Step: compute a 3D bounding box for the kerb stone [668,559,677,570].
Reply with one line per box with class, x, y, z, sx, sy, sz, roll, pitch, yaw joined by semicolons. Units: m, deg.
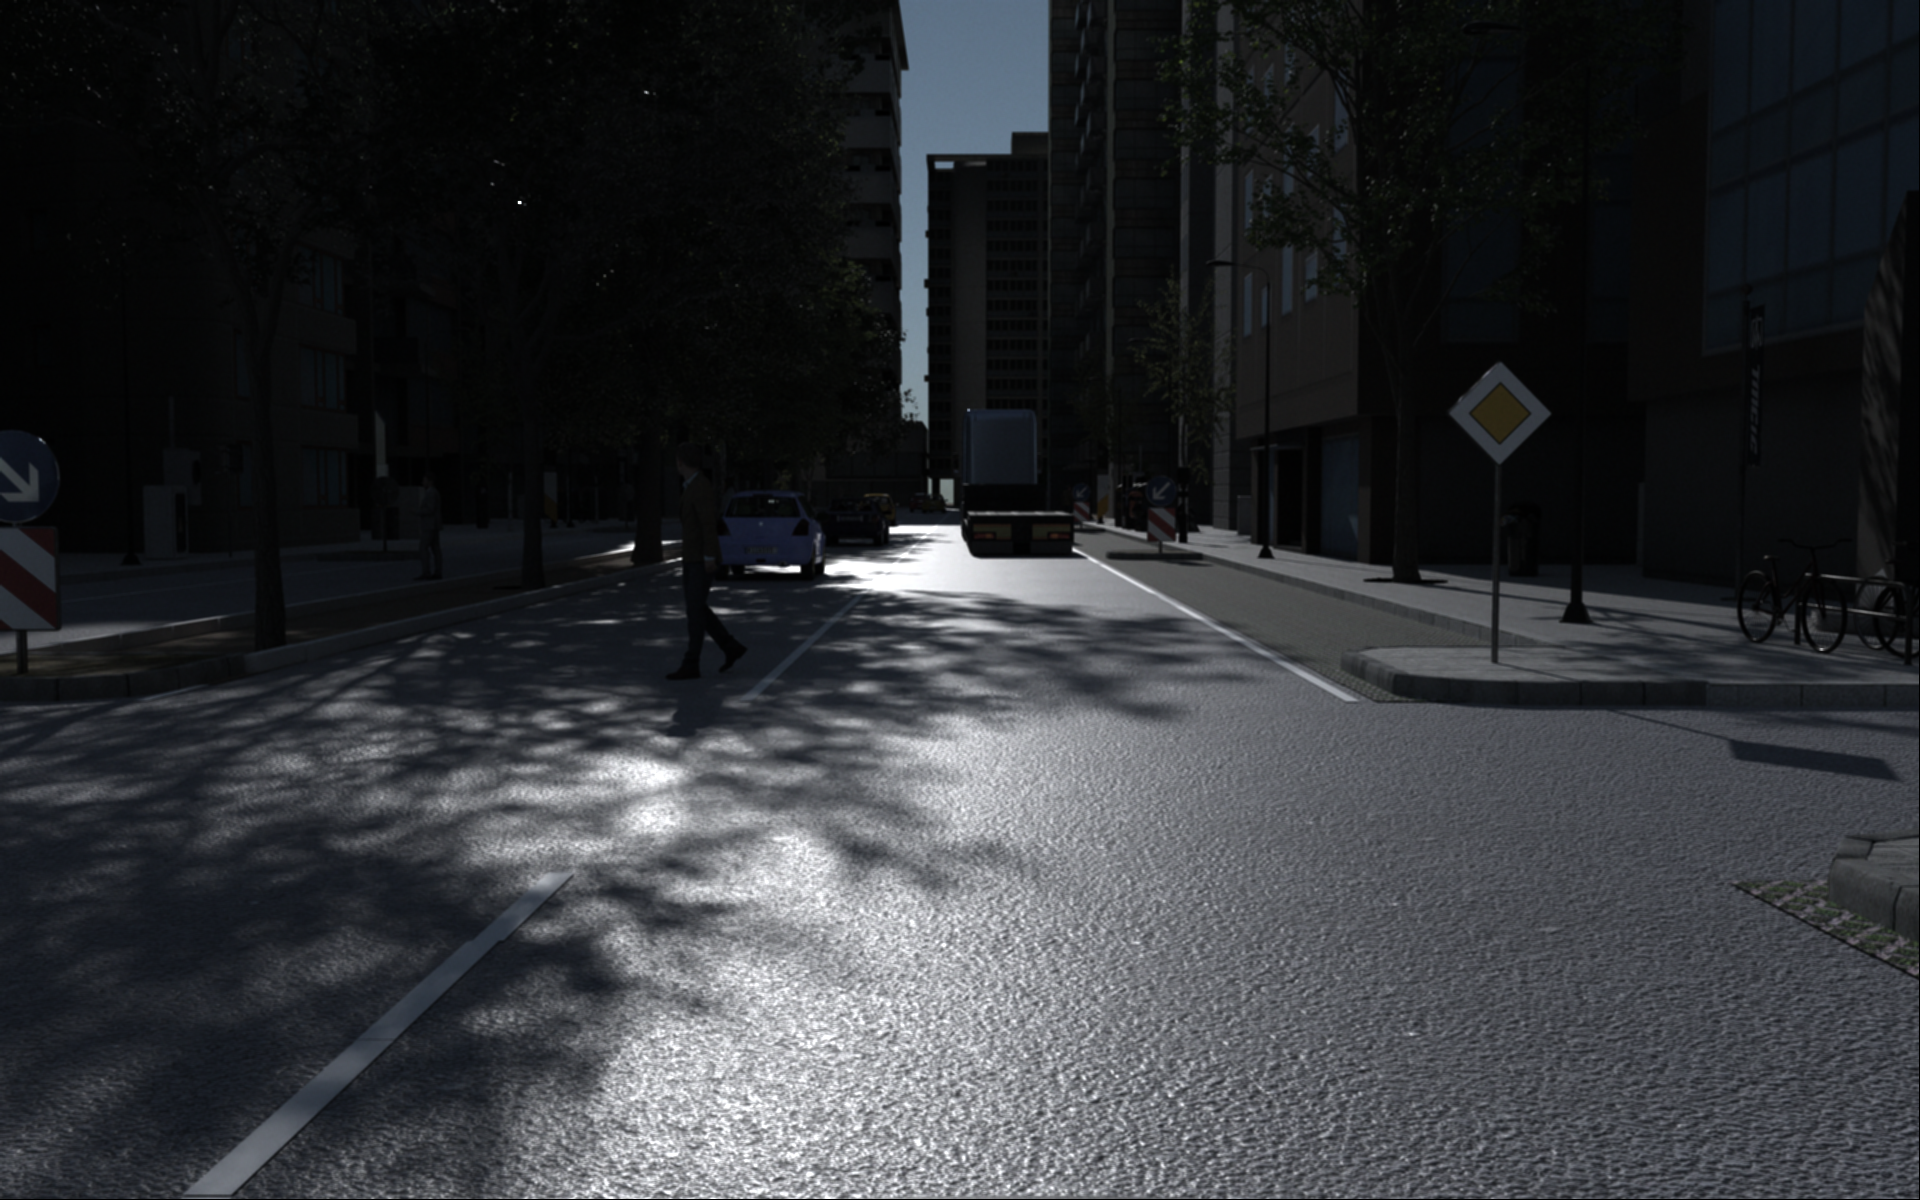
kerb stone;-5.540;-0.642;32.743;0.120;0.150;1.000;0;4;0

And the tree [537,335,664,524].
tree;-16.012;-7.636;75.211;4.360;8.622;3.978;0;3;0

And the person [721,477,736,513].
person;-4.935;-1.743;37.265;0.793;1.790;0.793;-3;5;-41

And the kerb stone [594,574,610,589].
kerb stone;-5.582;-0.265;26.595;0.120;0.150;1.000;0;4;0

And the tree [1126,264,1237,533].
tree;7.577;-6.468;56.110;4.360;8.622;3.978;0;3;0

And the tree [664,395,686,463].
tree;-15.733;-8.371;87.226;4.360;8.622;3.978;0;3;0

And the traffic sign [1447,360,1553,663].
traffic sign;4.063;-0.579;13.112;0.795;2.450;0.064;0;4;0

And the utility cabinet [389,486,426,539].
utility cabinet;-15.747;-2.484;49.285;1.173;1.500;0.318;2;4;24

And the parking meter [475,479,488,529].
parking meter;-17.817;-3.596;64.512;0.399;1.863;0.255;-3;5;-40

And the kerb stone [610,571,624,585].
kerb stone;-5.566;-0.324;27.621;0.120;0.150;1.000;0;4;0

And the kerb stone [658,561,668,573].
kerb stone;-5.544;-0.582;31.717;0.120;0.150;1.000;0;4;0

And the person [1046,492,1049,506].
person;4.168;-4.709;85.333;0.795;1.843;0.661;3;4;36

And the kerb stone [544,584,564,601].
kerb stone;-5.593;-0.081;23.523;0.120;0.150;1.000;0;4;0

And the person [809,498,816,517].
person;-4.574;-2.422;52.372;0.425;1.301;0.394;-2;4;-33

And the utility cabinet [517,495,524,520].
utility cabinet;-21.507;-4.594;86.276;1.020;1.237;0.306;0;4;7

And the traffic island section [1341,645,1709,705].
traffic island section;4.087;0.556;13.189;2.009;0.180;2.903;0;4;0

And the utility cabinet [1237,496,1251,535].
utility cabinet;9.182;-2.621;54.015;1.020;1.237;0.306;0;4;-4

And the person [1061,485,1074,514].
person;5.107;-4.471;81.514;0.656;1.842;0.836;0;4;-3

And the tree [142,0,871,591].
tree;-6.357;-6.884;25.374;12.009;13.543;11.850;0;3;0

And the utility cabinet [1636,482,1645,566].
utility cabinet;12.497;-1.337;30.541;1.173;1.500;0.318;-1;4;-22

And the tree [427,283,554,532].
tree;-15.426;-6.607;58.390;4.737;8.622;4.395;0;3;0

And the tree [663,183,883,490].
tree;-6.488;-8.396;57.858;7.486;12.596;7.792;0;3;0

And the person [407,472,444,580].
person;-8.935;-1.239;28.961;0.583;1.804;0.606;-1;4;-12

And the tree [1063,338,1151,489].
tree;6.966;-8.104;82.858;4.737;8.622;4.395;0;3;0

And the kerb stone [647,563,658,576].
kerb stone;-5.550;-0.520;30.695;0.120;0.150;1.000;0;4;0

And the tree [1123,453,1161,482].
tree;7.854;-4.893;74.596;1.663;3.219;1.824;0;3;0

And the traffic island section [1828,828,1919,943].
traffic island section;4.037;1.044;5.204;2.009;0.180;2.903;0;4;0

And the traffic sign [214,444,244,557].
traffic sign;-14.809;-2.017;35.100;0.606;2.300;0.079;0;4;2

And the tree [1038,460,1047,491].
tree;7.883;-11.144;165.923;4.285;4.588;4.351;0;3;0

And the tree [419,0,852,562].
tree;-6.630;-7.784;36.374;9.857;13.997;8.962;0;3;0

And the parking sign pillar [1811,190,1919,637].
parking sign pillar;8.756;-1.688;16.068;1.447;3.967;1.447;1;4;14

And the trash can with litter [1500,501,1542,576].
trash can with litter;8.827;-0.968;27.221;0.624;1.170;1.055;1;4;21

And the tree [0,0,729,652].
tree;-6.159;-4.814;15.575;8.767;10.594;7.601;0;4;0

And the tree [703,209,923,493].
tree;-6.321;-8.992;66.485;9.611;12.733;9.660;0;3;0

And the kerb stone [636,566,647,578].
kerb stone;-5.552;-0.457;29.670;0.120;0.150;1.000;0;4;0

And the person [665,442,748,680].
person;-2.040;-0.320;13.640;0.656;1.842;0.836;3;5;43

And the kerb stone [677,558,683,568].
kerb stone;-5.532;-0.708;33.765;0.120;0.150;1.000;0;4;0

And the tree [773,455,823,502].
tree;-6.567;-7.472;74.993;4.360;8.622;3.978;0;3;0

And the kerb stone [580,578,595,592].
kerb stone;-5.591;-0.201;25.569;0.120;0.150;1.000;0;4;0

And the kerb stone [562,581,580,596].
kerb stone;-5.594;-0.144;24.546;0.120;0.150;1.000;0;4;0

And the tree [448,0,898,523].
tree;-7.762;-11.569;47.505;12.611;20.169;13.585;0;3;0

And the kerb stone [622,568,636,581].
kerb stone;-5.566;-0.392;28.646;0.120;0.150;1.000;0;4;0

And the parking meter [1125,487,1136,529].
parking meter;6.231;-3.359;63.324;0.372;1.533;0.369;0;3;0

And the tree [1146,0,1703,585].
tree;6.306;-6.059;24.823;9.928;11.665;9.643;0;3;0
